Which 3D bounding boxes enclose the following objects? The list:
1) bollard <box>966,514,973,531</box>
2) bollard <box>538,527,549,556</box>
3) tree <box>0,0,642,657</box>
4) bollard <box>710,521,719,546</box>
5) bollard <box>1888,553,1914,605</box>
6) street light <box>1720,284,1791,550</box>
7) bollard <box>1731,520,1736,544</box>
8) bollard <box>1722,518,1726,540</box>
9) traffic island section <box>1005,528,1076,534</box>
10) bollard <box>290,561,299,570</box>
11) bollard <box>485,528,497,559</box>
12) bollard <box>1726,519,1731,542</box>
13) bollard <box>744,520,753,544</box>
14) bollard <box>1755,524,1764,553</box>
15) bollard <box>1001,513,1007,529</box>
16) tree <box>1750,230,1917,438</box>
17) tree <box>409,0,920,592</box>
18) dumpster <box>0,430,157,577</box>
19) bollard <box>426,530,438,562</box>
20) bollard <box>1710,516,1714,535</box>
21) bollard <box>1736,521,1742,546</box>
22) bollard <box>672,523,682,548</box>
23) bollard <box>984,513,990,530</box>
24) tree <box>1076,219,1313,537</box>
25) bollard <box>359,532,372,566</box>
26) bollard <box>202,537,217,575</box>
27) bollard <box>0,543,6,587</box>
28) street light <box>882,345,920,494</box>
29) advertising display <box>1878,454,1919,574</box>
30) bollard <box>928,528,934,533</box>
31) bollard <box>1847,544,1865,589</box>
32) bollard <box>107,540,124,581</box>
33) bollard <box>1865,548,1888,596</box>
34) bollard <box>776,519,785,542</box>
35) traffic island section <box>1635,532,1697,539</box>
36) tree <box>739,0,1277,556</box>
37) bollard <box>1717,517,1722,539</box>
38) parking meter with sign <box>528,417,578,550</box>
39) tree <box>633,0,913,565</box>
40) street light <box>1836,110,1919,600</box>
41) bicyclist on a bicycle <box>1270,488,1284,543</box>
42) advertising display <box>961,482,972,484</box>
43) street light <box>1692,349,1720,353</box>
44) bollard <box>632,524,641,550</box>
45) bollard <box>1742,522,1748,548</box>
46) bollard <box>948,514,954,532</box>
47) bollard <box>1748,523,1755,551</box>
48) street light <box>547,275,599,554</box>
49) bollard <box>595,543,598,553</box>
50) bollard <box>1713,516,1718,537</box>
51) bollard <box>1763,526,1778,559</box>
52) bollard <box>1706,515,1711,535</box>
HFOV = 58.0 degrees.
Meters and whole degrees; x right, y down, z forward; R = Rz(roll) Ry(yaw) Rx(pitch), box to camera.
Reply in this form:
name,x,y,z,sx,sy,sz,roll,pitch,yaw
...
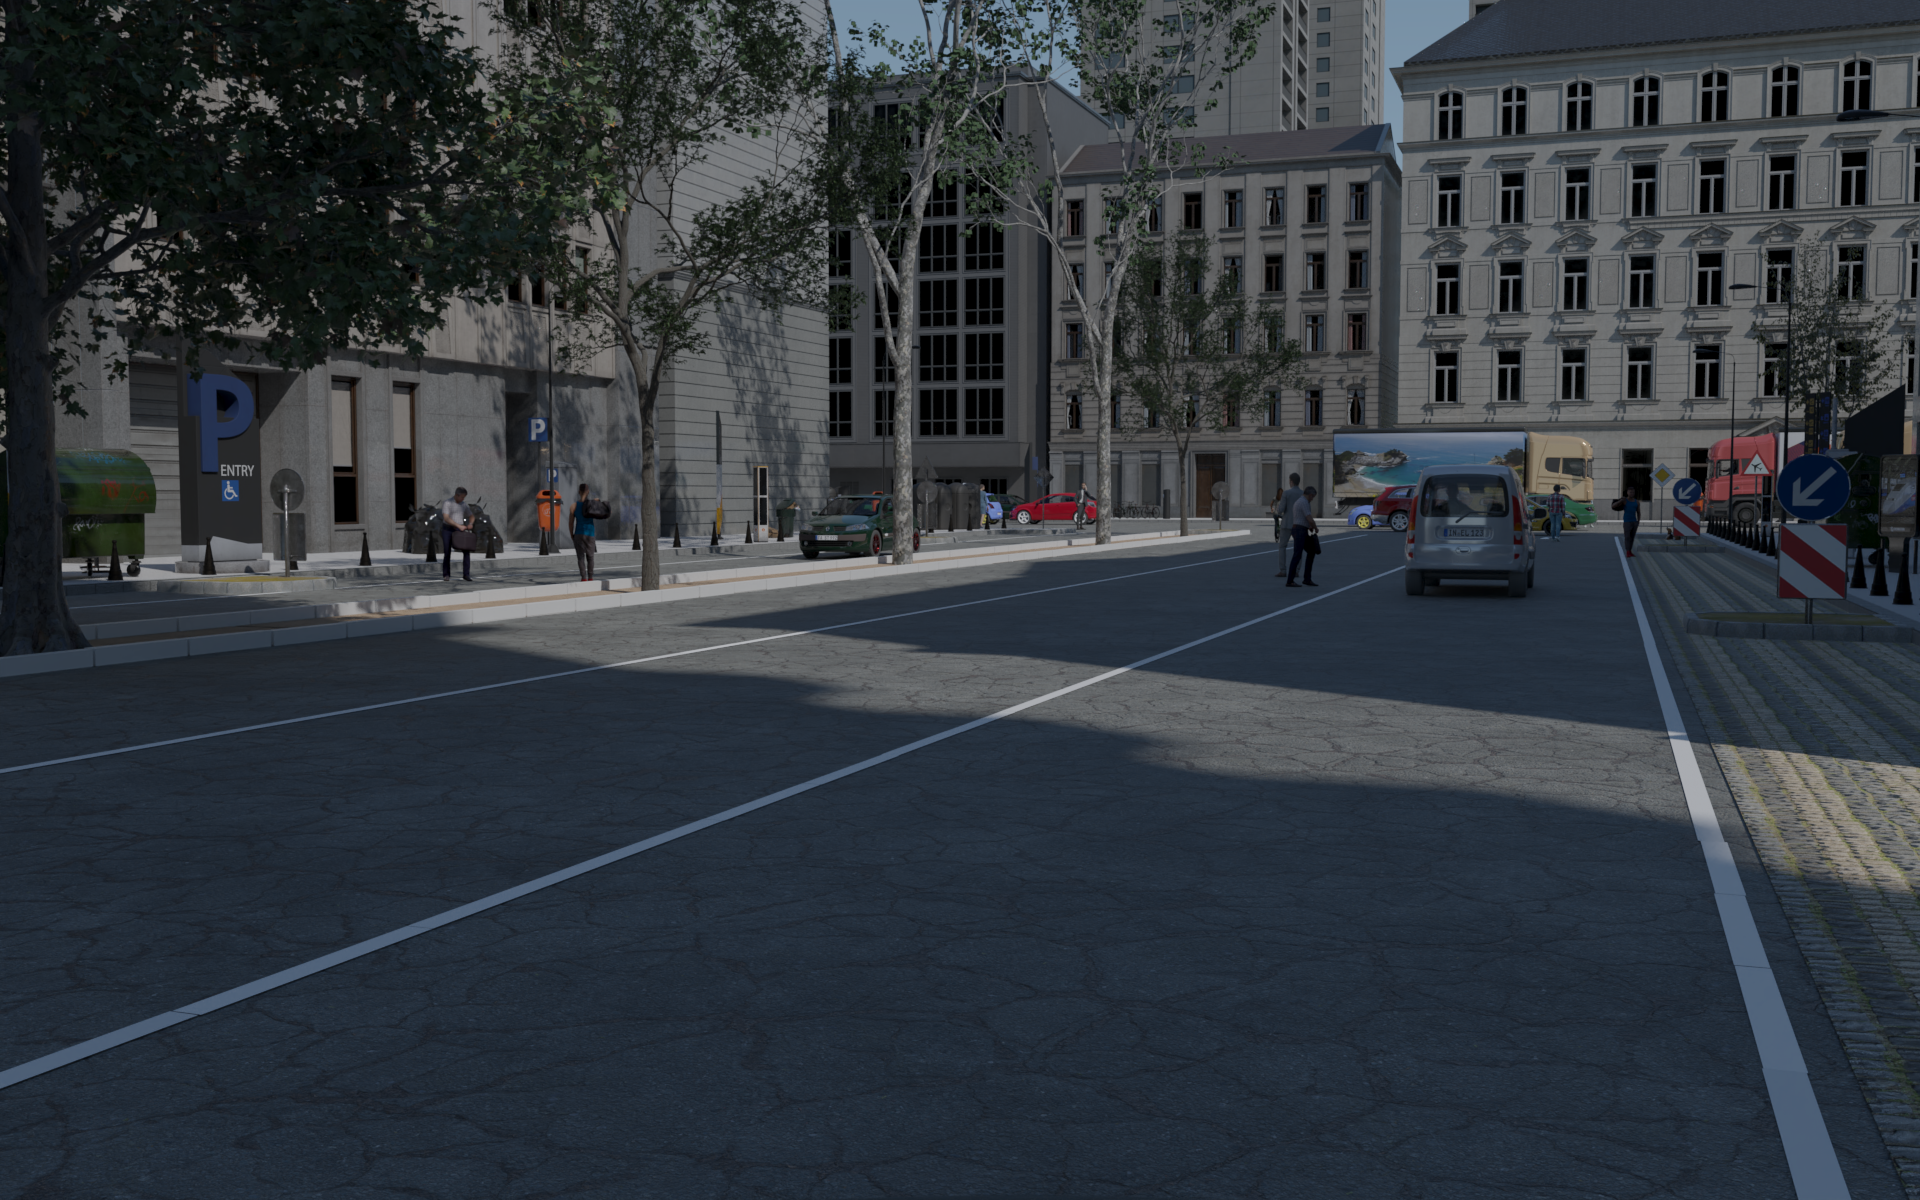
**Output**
name,x,y,z,sx,sy,sz,roll,pitch,yaw
bollard,0.334,-2.716,60.441,0.229,0.601,0.229,0,3,0
bollard,-8.687,-1.229,36.133,0.229,0.601,0.229,0,3,0
tree,-8.143,-5.848,15.074,9.611,12.733,9.660,0,3,0
bollard,-6.109,-1.653,43.068,0.229,0.601,0.229,0,3,0
bollard,10.954,-0.248,20.103,0.229,0.601,0.229,0,3,0
street light,17.652,-4.018,38.232,1.470,5.913,1.316,1,4,20
bollard,19.981,-1.736,44.419,0.229,0.601,0.229,0,3,0
bollard,21.265,-1.948,47.886,0.229,0.601,0.229,0,3,0
traffic island section,3.030,-2.520,63.489,2.009,0.180,2.903,1,4,20
bollard,-11.264,-0.804,29.182,0.229,0.601,0.229,0,3,0
bollard,-9.328,-1.123,34.397,0.229,0.601,0.229,0,3,0
bollard,20.623,-1.842,46.154,0.229,0.601,0.229,0,3,0
bollard,-5.470,-1.759,44.801,0.229,0.601,0.229,0,3,0
bollard,17.405,-1.312,37.486,0.229,0.601,0.229,0,3,0
bollard,1.622,-2.928,63.913,0.229,0.601,0.229,0,3,0
tree,23.971,-5.971,47.982,4.360,8.622,3.978,0,3,0
tree,-4.226,-5.357,24.452,8.767,10.594,7.601,1,4,20
dumpster,-13.419,-1.443,26.094,1.502,2.255,1.985,1,4,20
bollard,-9.973,-1.017,32.662,0.229,0.601,0.229,0,3,0
bollard,23.197,-2.266,53.092,0.229,0.601,0.229,0,3,0
bollard,19.331,-1.629,42.681,0.229,0.601,0.229,0,3,0
bollard,-6.756,-1.547,41.335,0.229,0.601,0.229,0,3,0
bollard,0.976,-2.822,62.173,0.229,0.601,0.229,0,3,0
tree,7.525,-7.350,57.036,8.767,10.594,7.601,1,4,20
bollard,-10.617,-0.910,30.914,0.229,0.601,0.229,0,3,0
bollard,-11.907,-0.698,27.451,0.229,0.601,0.229,0,3,0
bollard,-13.196,-0.485,23.968,0.229,0.601,0.229,0,3,0
street light,-1.894,-5.001,54.312,1.470,5.913,1.316,1,4,20
advertising display,15.279,-1.402,28.137,0.123,1.923,0.974,0,4,-5
bollard,-0.953,-2.503,56.970,0.229,0.601,0.229,0,3,0
bollard,12.244,-0.461,23.583,0.229,0.601,0.229,0,3,0
bollard,-12.549,-0.592,25.719,0.229,0.601,0.229,0,3,0
bollard,11.603,-0.355,21.843,0.229,0.601,0.229,0,3,0
bollard,-4.825,-1.866,46.548,0.229,0.601,0.229,0,3,0
traffic island section,22.760,-2.074,56.192,2.009,0.180,2.903,1,4,20
tree,3.035,-11.571,47.540,12.611,20.169,13.585,0,3,0
bollard,21.908,-2.054,49.620,0.229,0.601,0.229,0,3,0
parking meter with sign,-9.239,-2.693,40.297,0.543,3.016,1.738,2,4,26
tree,-2.002,-10.839,35.564,12.611,20.169,13.585,0,3,0
street light,11.283,-2.960,20.941,1.470,5.913,1.316,1,4,20
bicyclist on a bicycle,9.508,-2.531,51.402,1.499,1.676,1.625,1,4,21
advertising display,0.365,-5.486,94.914,0.123,1.923,0.974,2,4,35
street light,24.147,-5.073,55.477,1.470,5.913,1.316,1,4,20
bollard,-7.402,-1.441,39.604,0.229,0.601,0.229,0,3,0
bollard,18.688,-1.523,40.949,0.229,0.601,0.229,0,3,0
bollard,-0.308,-2.610,58.710,0.229,0.601,0.229,0,3,0
bollard,18.047,-1.418,39.218,0.229,0.601,0.229,0,3,0
street light,-8.289,-3.944,37.029,1.470,5.913,1.316,1,4,20
bollard,-8.041,-1.335,37.868,0.229,0.601,0.229,0,3,0
bollard,22.546,-2.160,51.353,0.229,0.601,0.229,0,3,0
bollard,16.763,-1.206,35.753,0.229,0.601,0.229,0,3,0
bollard,23.841,-2.373,54.844,0.229,0.601,0.229,0,3,0
